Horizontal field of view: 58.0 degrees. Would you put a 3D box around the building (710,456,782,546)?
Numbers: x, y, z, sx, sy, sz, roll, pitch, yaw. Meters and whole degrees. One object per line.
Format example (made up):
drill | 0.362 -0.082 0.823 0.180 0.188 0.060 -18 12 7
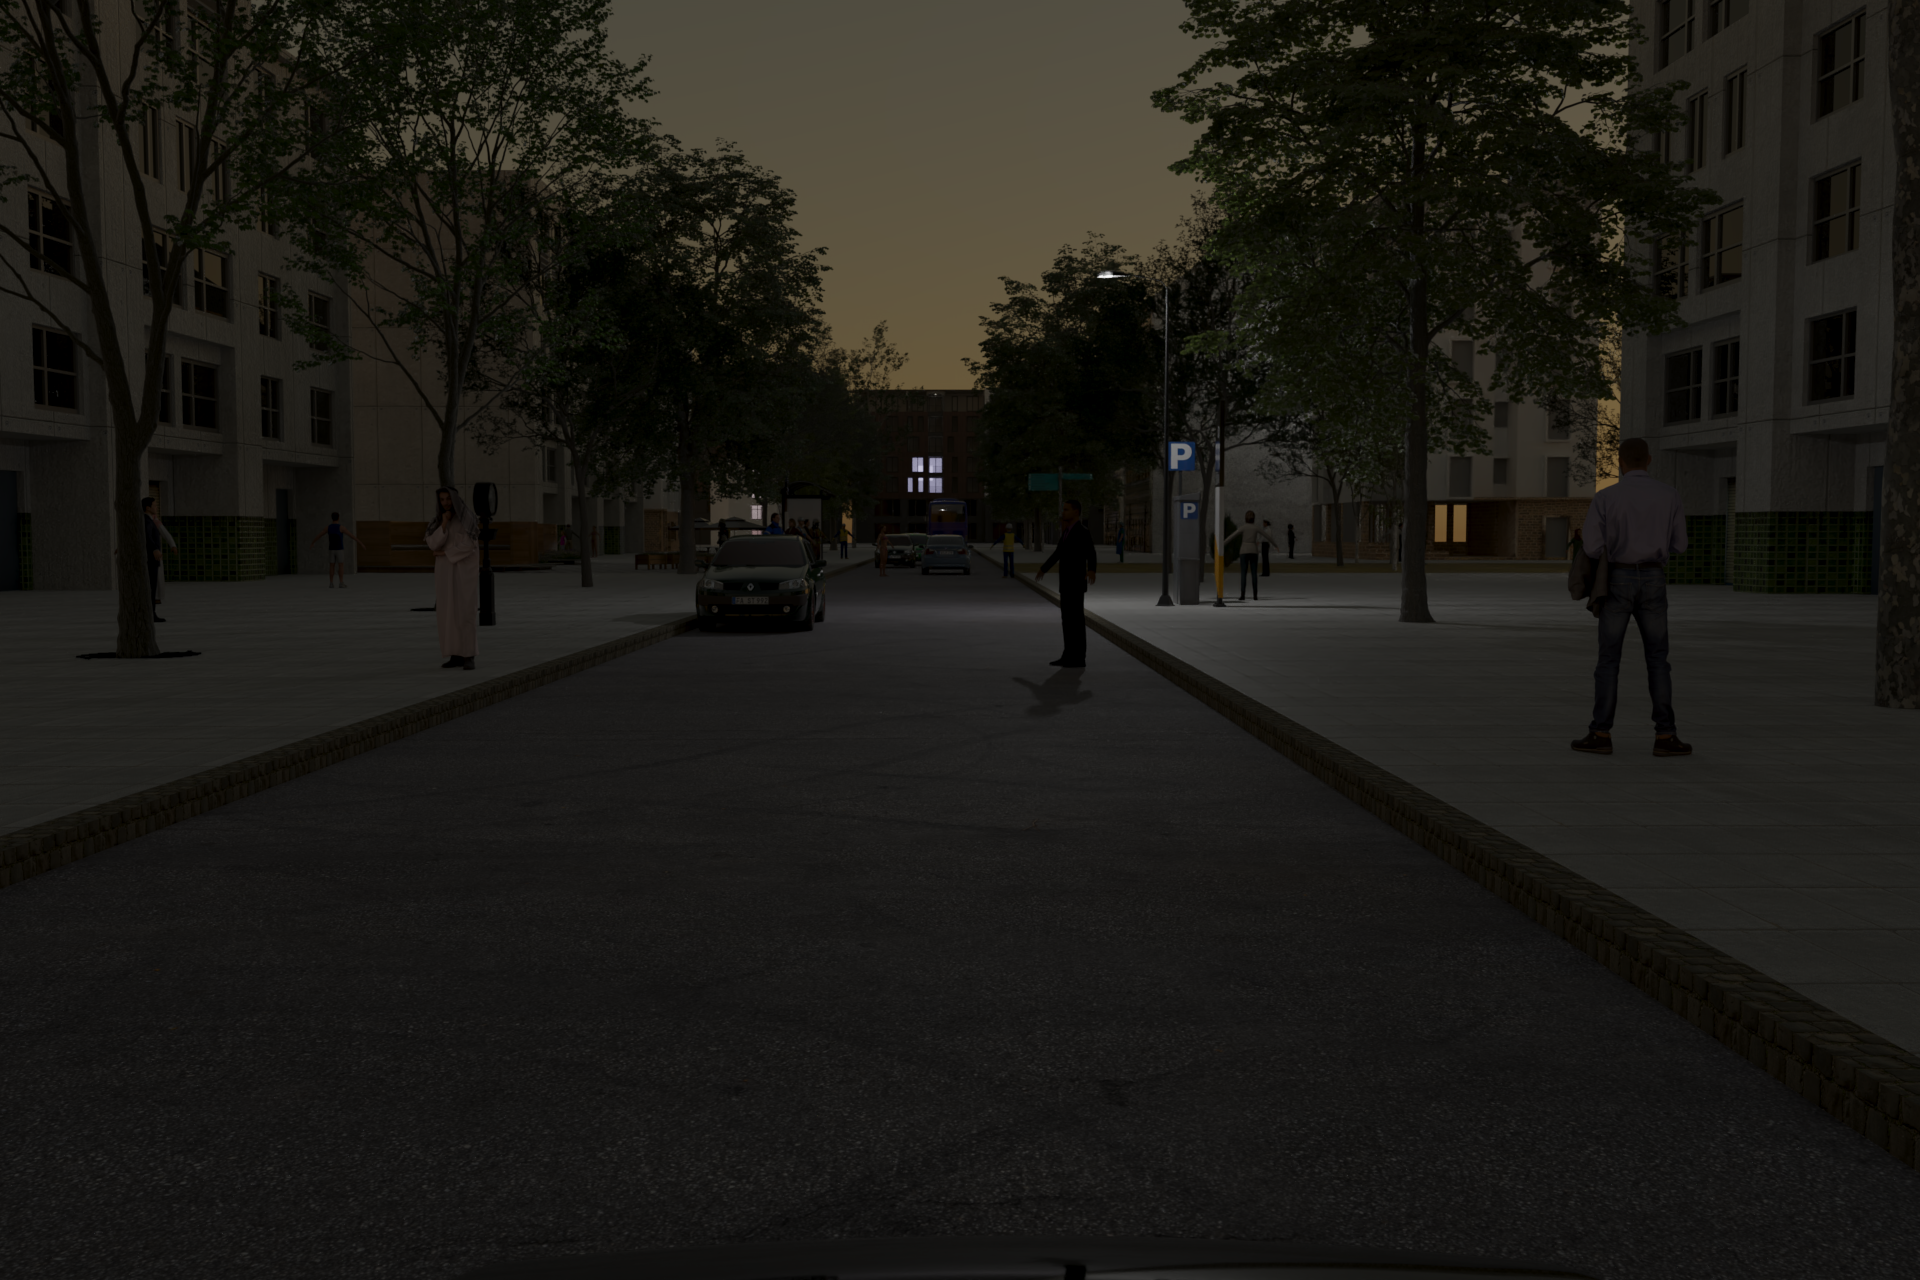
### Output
building | -23.564 -15.404 193.998 9.099 9.664 28.070 0 4 0

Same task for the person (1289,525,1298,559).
person | 17.123 -5.031 88.970 0.721 1.740 1.216 0 4 -5

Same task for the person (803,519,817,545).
person | -5.383 -3.364 61.141 0.704 1.812 1.346 -2 4 -24

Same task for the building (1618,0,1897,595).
building | 25.698 -9.955 29.221 16.747 18.905 31.486 0 4 0

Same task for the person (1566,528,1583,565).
person | 16.570 -2.271 46.347 0.989 1.438 0.599 -2 4 -25

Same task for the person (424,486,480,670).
person | -4.842 -0.601 16.546 0.551 1.740 0.621 0 4 -7

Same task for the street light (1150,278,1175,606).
street light | 4.198 -3.555 30.660 1.470 5.913 1.316 0 3 0

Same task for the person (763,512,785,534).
person | -4.694 -2.344 44.296 0.704 1.831 1.345 2 4 30

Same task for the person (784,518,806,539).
person | -4.811 -2.583 49.040 1.215 1.729 0.721 2 4 30

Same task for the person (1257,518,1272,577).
person | 9.167 -2.806 52.344 0.721 1.778 1.216 2 4 25

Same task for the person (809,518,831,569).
person | -5.259 -3.521 63.342 0.705 1.858 1.354 3 5 40

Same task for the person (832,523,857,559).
person | -5.932 -5.060 88.702 1.349 1.833 0.705 -1 4 -23

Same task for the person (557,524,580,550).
person | -19.843 -4.986 87.795 1.348 1.796 0.705 -1 4 -19

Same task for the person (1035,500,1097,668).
person | 1.192 -0.615 18.732 0.704 1.802 1.346 -1 4 -23

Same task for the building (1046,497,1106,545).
building | 24.797 -23.080 221.334 27.936 21.610 32.646 0 4 0

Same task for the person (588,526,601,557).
person | -20.116 -5.393 94.972 1.217 1.733 0.721 2 4 34

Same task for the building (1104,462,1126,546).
building | 25.962 -21.982 190.341 19.493 23.208 18.063 0 4 0

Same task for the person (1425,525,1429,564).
person | 19.578 -4.109 73.116 0.705 1.837 1.347 0 4 8

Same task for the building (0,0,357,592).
building | -27.712 -10.566 39.220 16.747 18.905 31.486 0 3 0

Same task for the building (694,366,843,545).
building | -29.910 -23.259 224.265 27.936 21.610 32.646 0 4 -1

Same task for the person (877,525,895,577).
person | -2.518 -3.012 58.498 0.721 1.733 1.217 1 4 23

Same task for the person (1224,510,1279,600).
person | 5.592 -1.639 33.561 1.215 1.744 0.721 0 4 -2

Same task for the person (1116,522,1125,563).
person | 7.065 -4.292 76.308 0.704 1.817 1.347 0 4 2

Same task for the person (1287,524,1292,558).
person | 17.721 -5.297 92.753 0.704 1.843 1.345 1 4 10

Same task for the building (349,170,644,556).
building | -29.395 -14.291 100.109 16.747 18.905 31.486 0 4 -1

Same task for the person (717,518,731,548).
person | -8.766 -3.545 63.737 0.705 1.856 1.354 -1 4 -14

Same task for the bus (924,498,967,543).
bus | -0.947 -7.769 118.575 2.896 3.916 12.251 0 4 -2

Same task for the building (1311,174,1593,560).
building | 25.249 -14.752 97.608 16.016 20.090 11.380 0 4 0

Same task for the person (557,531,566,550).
person | -18.775 -4.426 81.626 0.599 1.433 0.991 -3 4 -36

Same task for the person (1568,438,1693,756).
person | 3.938 -0.262 10.188 0.709 1.838 0.599 1 4 10

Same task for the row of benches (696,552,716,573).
row of benches | -8.429 -2.615 58.213 1.422 0.672 4.104 -2 4 -27

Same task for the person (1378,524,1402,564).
person | 18.732 -4.189 74.682 1.347 1.806 0.705 1 4 12

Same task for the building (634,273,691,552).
building | -26.341 -16.506 126.295 16.016 20.090 11.380 0 4 -1

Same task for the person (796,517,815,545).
person | -5.204 -3.122 56.903 0.705 1.847 1.347 2 4 28

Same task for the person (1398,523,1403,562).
person | 20.363 -4.511 79.941 0.705 1.806 1.347 1 4 10

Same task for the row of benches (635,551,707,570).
row of benches | -10.558 -2.957 63.803 1.422 0.672 4.104 2 4 27

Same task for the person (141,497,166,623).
person | -11.772 -1.173 25.231 0.704 1.823 1.345 -2 4 -27

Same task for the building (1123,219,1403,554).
building | 21.755 -17.805 122.044 19.493 23.208 18.063 0 3 0

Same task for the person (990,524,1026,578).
person | 1.567 -2.905 56.419 1.216 1.772 0.721 -1 4 -14

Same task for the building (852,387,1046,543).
building | 1.161 -24.892 253.412 32.646 21.610 27.936 0 4 0

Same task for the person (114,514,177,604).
person | -14.828 -1.560 31.651 1.347 1.811 0.704 1 4 16

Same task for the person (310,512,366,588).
person | -14.917 -2.158 41.444 1.345 1.807 0.704 0 4 0
